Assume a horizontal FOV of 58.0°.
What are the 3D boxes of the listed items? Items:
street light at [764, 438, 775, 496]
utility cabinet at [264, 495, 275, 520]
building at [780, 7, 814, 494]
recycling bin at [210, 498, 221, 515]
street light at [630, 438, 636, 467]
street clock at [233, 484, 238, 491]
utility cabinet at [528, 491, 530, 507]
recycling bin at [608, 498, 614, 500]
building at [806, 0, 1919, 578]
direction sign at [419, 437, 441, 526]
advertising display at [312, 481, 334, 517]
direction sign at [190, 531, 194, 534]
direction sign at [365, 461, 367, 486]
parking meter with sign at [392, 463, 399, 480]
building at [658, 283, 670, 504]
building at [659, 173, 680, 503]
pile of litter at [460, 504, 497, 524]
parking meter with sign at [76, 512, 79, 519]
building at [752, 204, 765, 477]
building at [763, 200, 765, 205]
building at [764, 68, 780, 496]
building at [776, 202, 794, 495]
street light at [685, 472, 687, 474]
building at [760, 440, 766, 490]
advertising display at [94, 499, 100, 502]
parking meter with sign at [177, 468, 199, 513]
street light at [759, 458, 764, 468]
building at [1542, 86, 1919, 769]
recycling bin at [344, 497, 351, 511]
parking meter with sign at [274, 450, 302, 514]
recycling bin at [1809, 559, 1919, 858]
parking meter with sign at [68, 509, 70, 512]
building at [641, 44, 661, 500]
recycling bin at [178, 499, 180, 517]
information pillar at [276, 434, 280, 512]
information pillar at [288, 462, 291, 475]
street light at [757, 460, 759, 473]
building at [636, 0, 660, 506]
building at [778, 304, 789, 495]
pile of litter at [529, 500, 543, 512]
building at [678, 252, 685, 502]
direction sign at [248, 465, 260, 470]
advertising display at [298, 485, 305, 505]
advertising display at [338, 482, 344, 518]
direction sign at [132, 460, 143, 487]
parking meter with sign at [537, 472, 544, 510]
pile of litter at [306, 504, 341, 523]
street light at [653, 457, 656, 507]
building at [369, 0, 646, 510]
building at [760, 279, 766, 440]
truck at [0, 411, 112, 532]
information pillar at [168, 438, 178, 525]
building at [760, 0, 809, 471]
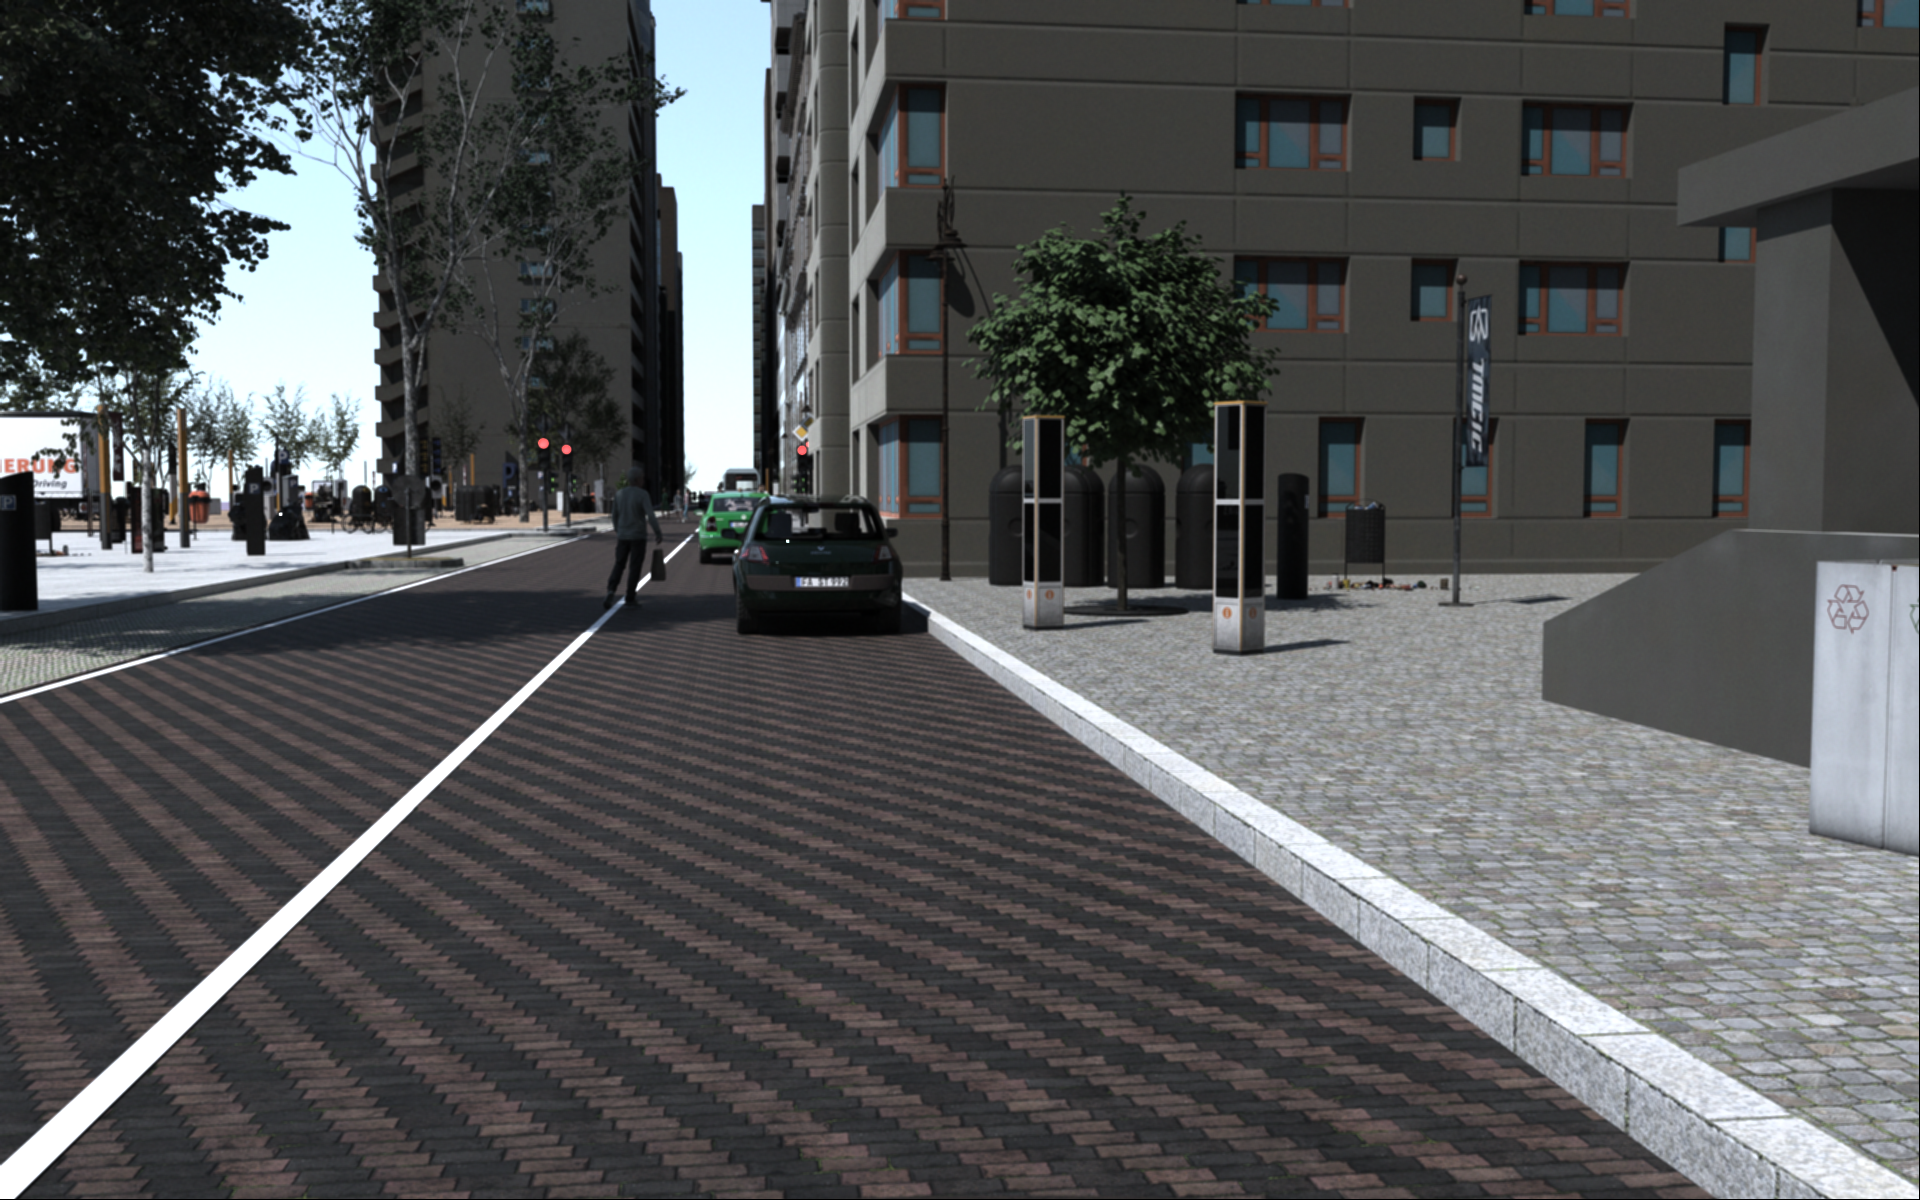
[{"bbox_3d":[-16.439,-10.810,149.533,0.468,5.910,1.993,0,4,-7],"label":"street light"},{"bbox_3d":[-34.765,-4.631,86.882,1.020,1.237,0.306,3,5,40],"label":"utility cabinet"},{"bbox_3d":[-2.734,-17.893,89.821,12.463,27.353,25.104,0,4,-7],"label":"building"},{"bbox_3d":[-46.424,-5.817,107.669,0.722,1.027,0.722,-3,5,-40],"label":"recycling bin"},{"bbox_3d":[-26.976,-10.403,142.879,0.468,5.910,1.993,0,4,-7],"label":"street light"},{"bbox_3d":[-54.319,-7.662,129.845,0.471,2.002,0.358,0,4,-4],"label":"street clock"},{"bbox_3d":[-35.179,-7.986,139.257,1.173,1.500,0.318,1,4,16],"label":"utility cabinet"},{"bbox_3d":[-26.060,-7.198,130.247,0.722,1.027,0.722,-1,4,-13],"label":"recycling bin"},{"bbox_3d":[10.739,-12.039,41.875,27.650,21.520,28.899,0,4,-7],"label":"building"},{"bbox_3d":[-21.196,-4.730,69.339,0.876,3.537,0.379,-3,4,-37],"label":"direction sign"},{"bbox_3d":[-30.298,-4.720,82.384,0.974,1.923,0.123,0,4,-2],"label":"advertising display"},{"bbox_3d":[-24.726,-3.874,55.341,0.379,3.537,0.876,-2,4,-28],"label":"direction sign"},{"bbox_3d":[-40.220,-7.660,117.239,0.379,3.537,0.876,-2,4,-24],"label":"direction sign"},{"bbox_3d":[-31.235,-6.239,98.273,1.738,3.016,0.543,-3,5,-45],"label":"parking meter with sign"},{"bbox_3d":[-46.077,-28.024,229.890,14.160,30.474,14.107,0,4,-7],"label":"building"},{"bbox_3d":[-46.943,-36.363,244.649,14.600,45.320,14.200,0,4,-7],"label":"building"},{"bbox_3d":[-20.436,-3.668,73.942,1.719,0.858,1.176,1,4,16],"label":"pile of litter"},{"bbox_3d":[-45.324,-5.688,89.256,0.543,3.016,1.738,-2,4,-24],"label":"parking meter with sign"},{"bbox_3d":[-22.514,-34.464,247.082,14.154,41.232,14.086,0,4,-7],"label":"building"},{"bbox_3d":[-20.614,-39.838,270.966,23.786,49.044,30.456,0,4,-7],"label":"building"},{"bbox_3d":[-13.221,-32.424,180.246,14.600,45.320,14.200,0,4,-7],"label":"building"},{"bbox_3d":[-5.137,-16.674,114.415,13.314,21.916,24.055,0,4,-7],"label":"building"},{"bbox_3d":[-46.458,-19.624,293.638,0.468,5.910,1.993,0,4,-7],"label":"street light"},{"bbox_3d":[-12.118,-54.386,201.876,22.319,86.520,31.000,0,4,-7],"label":"building"},{"bbox_3d":[-63.110,-7.426,126.629,0.123,1.923,0.974,0,4,2],"label":"advertising display"},{"bbox_3d":[-52.409,-7.395,117.176,1.738,3.016,0.543,-2,4,-30],"label":"parking meter with sign"},{"bbox_3d":[-20.704,-12.871,183.224,0.468,5.910,1.993,0,4,-7],"label":"street light"},{"bbox_3d":[20.486,-19.136,4.748,32.217,40.220,23.993,0,4,-7],"label":"building"},{"bbox_3d":[-48.033,-7.512,135.371,0.722,1.027,0.722,-3,4,-38],"label":"recycling bin"},{"bbox_3d":[-26.549,-4.426,68.622,0.543,3.016,1.738,-3,5,-41],"label":"parking meter with sign"},{"bbox_3d":[3.664,0.380,6.347,0.722,1.027,0.722,-1,4,-23],"label":"recycling bin"},{"bbox_3d":[-58.706,-7.292,115.493,0.543,3.016,1.738,1,4,15],"label":"parking meter with sign"},{"bbox_3d":[-37.437,-31.763,169.431,14.600,45.320,14.200,0,4,-7],"label":"building"},{"bbox_3d":[-44.107,-5.278,98.853,0.722,1.027,0.722,1,4,14],"label":"recycling bin"},{"bbox_3d":[-26.446,-4.636,67.153,0.183,3.616,0.504,-1,4,-18],"label":"information pillar"},{"bbox_3d":[-48.938,-8.246,126.180,0.183,3.616,0.504,3,5,41],"label":"information pillar"},{"bbox_3d":[-25.075,-14.960,217.381,0.468,5.910,1.993,0,4,-7],"label":"street light"},{"bbox_3d":[-44.344,-39.601,189.480,21.231,58.520,28.212,0,4,-7],"label":"building"},{"bbox_3d":[-8.635,-17.116,134.602,10.420,20.320,16.860,0,4,-7],"label":"building"},{"bbox_3d":[-30.733,-6.824,125.542,1.176,0.858,1.719,0,4,1],"label":"pile of litter"},{"bbox_3d":[-52.463,-36.673,283.196,14.154,41.232,14.086,0,4,-7],"label":"building"},{"bbox_3d":[-54.634,-8.687,134.036,0.876,3.537,0.379,-1,4,-8],"label":"direction sign"},{"bbox_3d":[-48.945,-7.517,128.120,0.974,1.923,0.123,-2,4,-25],"label":"advertising display"},{"bbox_3d":[-33.343,-5.388,93.313,0.123,1.923,0.974,-1,4,-11],"label":"advertising display"},{"bbox_3d":[-53.835,-7.443,113.688,0.876,3.537,0.379,0,4,1],"label":"direction sign"},{"bbox_3d":[-32.354,-8.415,133.851,0.543,3.016,1.738,-1,4,-14],"label":"parking meter with sign"},{"bbox_3d":[-28.524,-3.873,77.289,1.719,0.858,1.176,1,4,22],"label":"pile of litter"},{"bbox_3d":[-31.290,-12.463,176.564,0.468,5.910,1.993,0,4,-7],"label":"street light"},{"bbox_3d":[-38.898,-32.214,150.408,21.300,48.544,21.600,0,4,-7],"label":"building"},{"bbox_3d":[-19.861,-28.249,233.565,14.160,30.474,14.107,0,4,-7],"label":"building"},{"bbox_3d":[-35.309,-4.298,59.183,11.283,4.237,2.839,0,4,-5],"label":"truck"},{"bbox_3d":[-33.081,-4.981,72.792,0.183,3.616,0.504,1,4,9],"label":"information pillar"},{"bbox_3d":[-3.659,-34.924,160.240,28.713,52.752,27.495,0,4,-7],"label":"building"}]
